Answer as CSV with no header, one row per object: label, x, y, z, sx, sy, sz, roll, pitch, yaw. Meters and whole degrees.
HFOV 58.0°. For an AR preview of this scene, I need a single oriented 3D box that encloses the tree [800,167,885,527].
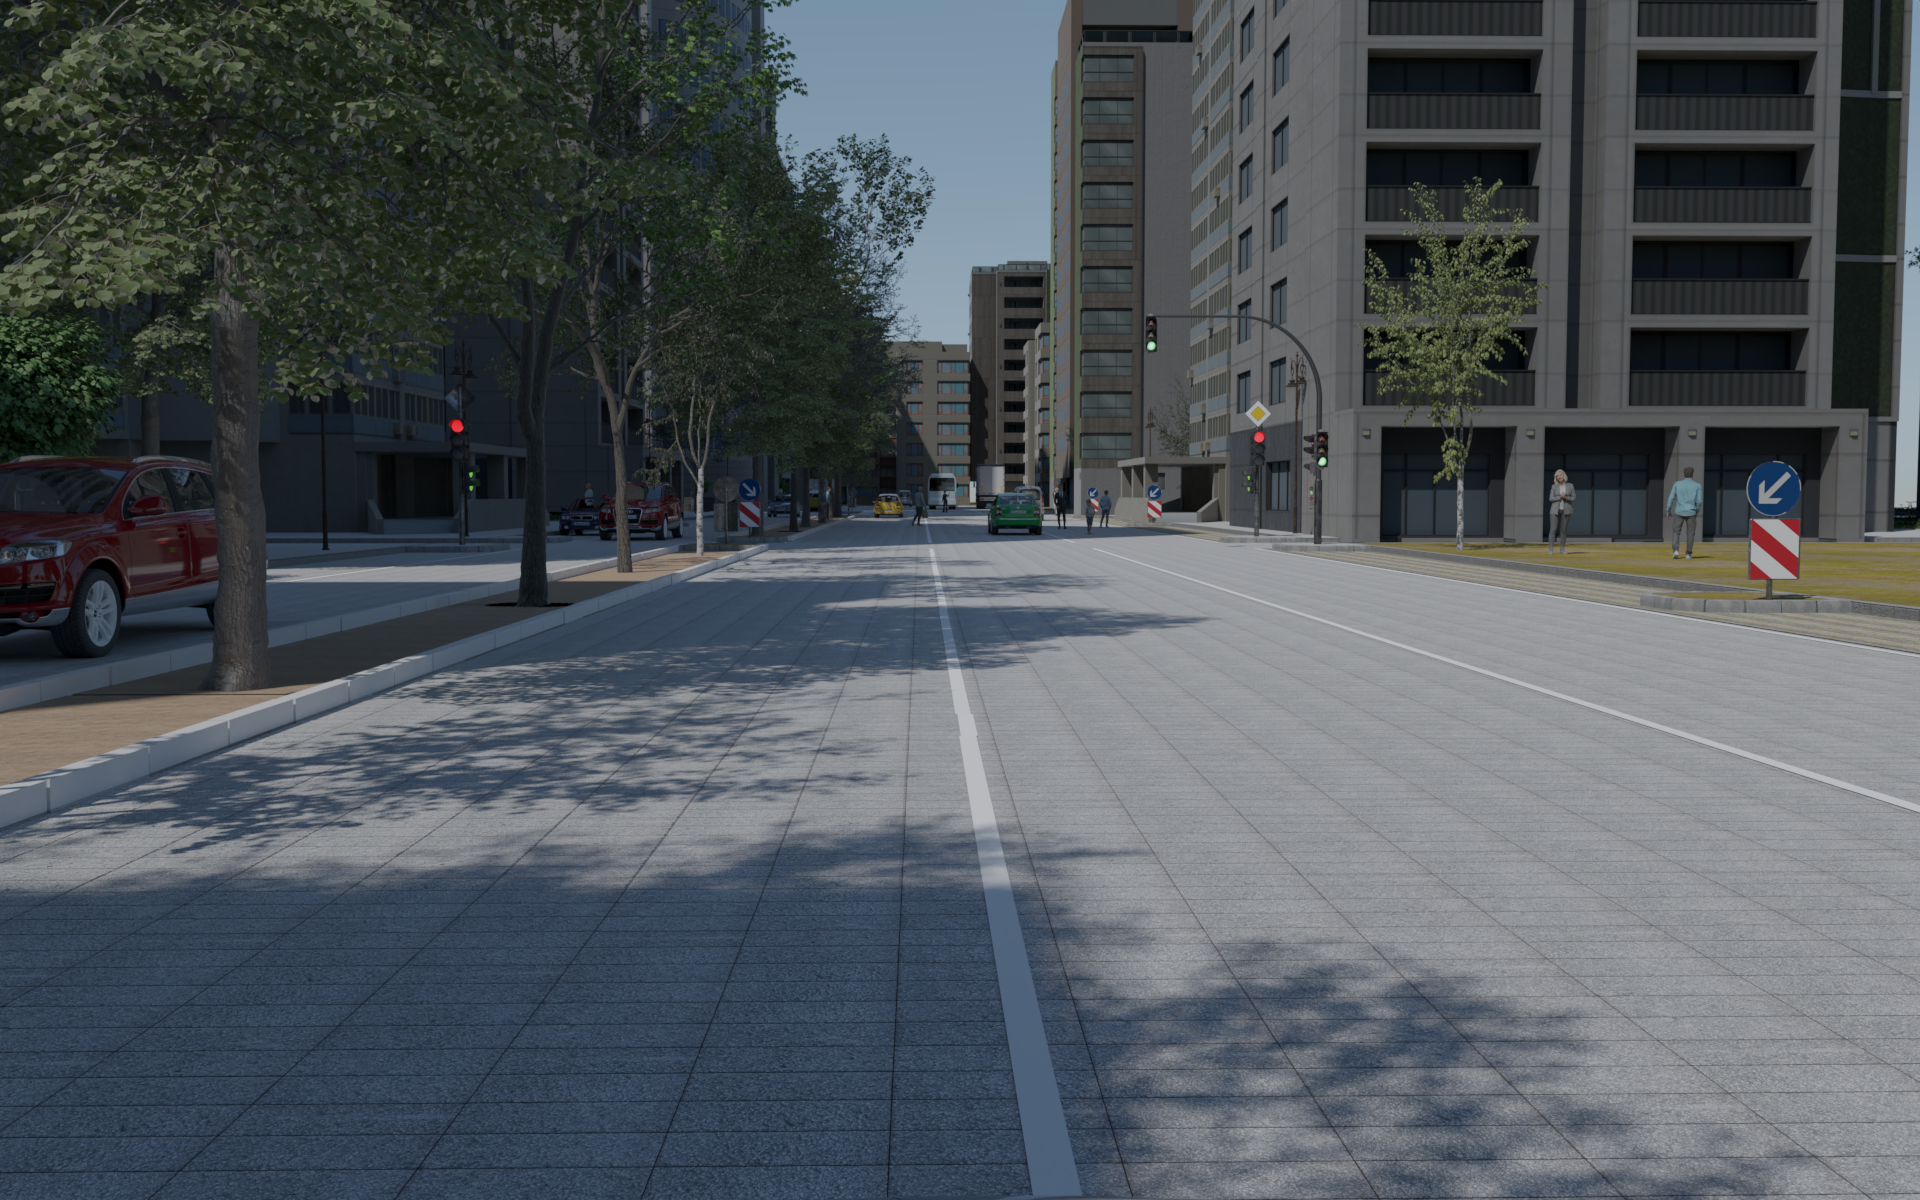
tree,-6.410,-8.156,53.934,7.486,12.596,7.792,0,3,0

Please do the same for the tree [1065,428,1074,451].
tree,9.843,-10.555,122.943,4.737,8.622,4.395,0,3,0

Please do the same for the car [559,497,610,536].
car,-12.933,-2.954,60.870,1.945,1.354,3.894,0,4,-1

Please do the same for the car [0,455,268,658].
car,-8.544,-0.497,16.798,2.281,1.827,5.304,0,4,-1

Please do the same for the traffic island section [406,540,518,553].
traffic island section,-12.591,-1.313,43.748,2.009,0.180,2.903,0,4,-1

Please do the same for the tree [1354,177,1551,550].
tree,11.264,-5.460,39.625,4.737,8.622,4.395,0,3,0

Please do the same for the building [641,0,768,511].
building,-27.432,-36.548,139.567,21.231,58.520,28.212,0,4,-1

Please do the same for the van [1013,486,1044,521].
van,3.587,-5.323,94.050,2.013,2.044,4.112,0,4,-3

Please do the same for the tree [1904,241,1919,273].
tree,25.696,-6.324,37.812,8.767,10.594,7.601,0,4,8

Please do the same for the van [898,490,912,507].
van,-6.164,-11.317,192.039,2.013,2.044,4.112,0,4,-2

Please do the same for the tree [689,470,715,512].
tree,-18.339,-7.863,123.160,1.663,3.219,1.824,0,3,0

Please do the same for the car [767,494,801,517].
car,-11.041,-5.920,108.802,2.014,1.417,4.499,0,4,1

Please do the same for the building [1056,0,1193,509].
building,15.970,-30.704,152.120,14.600,45.320,14.200,0,4,-1

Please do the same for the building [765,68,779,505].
building,-24.574,-29.216,161.274,14.154,41.232,14.086,0,4,-1

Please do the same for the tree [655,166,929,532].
tree,-6.230,-9.287,64.670,12.009,13.543,11.850,0,3,0

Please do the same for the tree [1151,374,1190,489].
tree,13.365,-9.278,102.064,4.360,8.622,3.978,0,3,0

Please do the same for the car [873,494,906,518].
car,-4.303,-5.786,104.823,2.015,1.641,3.980,0,4,0

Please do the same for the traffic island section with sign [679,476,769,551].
traffic island section with sign,-6.034,-2.202,44.132,2.006,1.907,1.989,0,4,-1

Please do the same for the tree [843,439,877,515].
tree,-7.363,-9.902,114.718,4.737,8.622,4.395,0,3,0

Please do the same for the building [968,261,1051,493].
building,8.209,-27.270,217.568,14.107,30.474,14.160,0,4,-1

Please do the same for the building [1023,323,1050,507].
building,21.610,-21.067,189.481,27.650,21.520,28.899,0,4,-1

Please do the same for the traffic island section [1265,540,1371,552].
traffic island section,9.144,-1.343,44.239,2.009,0.180,2.903,0,4,-1

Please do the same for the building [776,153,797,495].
building,-30.066,-30.262,186.658,23.993,40.220,32.217,0,4,-1

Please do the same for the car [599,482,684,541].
car,-10.095,-2.840,55.112,2.281,1.827,5.304,0,4,0

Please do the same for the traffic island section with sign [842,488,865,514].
traffic island section with sign,-7.920,-7.249,126.656,2.006,1.907,1.989,0,4,-1

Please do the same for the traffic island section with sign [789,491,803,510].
traffic island section with sign,-14.779,-8.876,153.757,1.989,1.847,2.006,0,4,-1

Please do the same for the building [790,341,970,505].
building,-13.530,-23.183,224.083,28.899,21.520,27.650,0,4,-1

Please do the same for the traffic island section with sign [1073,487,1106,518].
traffic island section with sign,7.789,-5.819,103.762,1.989,1.847,2.006,0,4,-1

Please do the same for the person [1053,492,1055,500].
person,8.330,-8.848,151.628,0.541,1.710,0.530,-2,4,-28

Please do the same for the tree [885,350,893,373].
tree,-6.779,-9.438,74.899,7.486,12.596,7.792,0,3,0

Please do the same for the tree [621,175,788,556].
tree,-6.018,-5.329,39.952,4.360,8.622,3.978,0,3,0

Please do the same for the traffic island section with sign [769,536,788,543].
traffic island section with sign,-6.193,-2.654,51.537,2.006,1.907,1.989,0,4,-1

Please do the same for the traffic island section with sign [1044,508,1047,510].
traffic island section with sign,6.641,-8.896,154.084,1.989,1.847,2.006,0,4,-1

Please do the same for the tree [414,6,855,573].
tree,-6.062,-5.784,31.443,8.767,10.594,7.601,0,4,-1

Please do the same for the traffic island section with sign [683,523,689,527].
traffic island section with sign,-13.013,-4.141,76.336,1.989,1.847,2.006,0,4,-1

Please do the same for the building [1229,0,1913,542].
building,21.273,-37.891,57.764,20.611,71.187,20.563,0,4,-1

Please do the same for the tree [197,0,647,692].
tree,-5.384,-5.636,12.727,7.486,12.596,7.792,0,3,0

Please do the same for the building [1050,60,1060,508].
building,15.615,-29.584,167.285,14.154,41.232,14.086,0,4,-1

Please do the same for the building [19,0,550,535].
building,-32.587,-22.620,61.724,32.217,40.220,23.993,0,4,-1

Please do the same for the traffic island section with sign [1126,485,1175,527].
traffic island section with sign,8.408,-4.170,76.814,1.989,1.847,2.006,0,4,-1

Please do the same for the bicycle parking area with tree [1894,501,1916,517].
bicycle parking area with tree,45.134,-6.237,88.969,8.231,4.147,9.016,0,4,1

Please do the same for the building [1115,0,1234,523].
building,24.540,-24.044,84.997,32.217,40.220,23.993,0,4,-1

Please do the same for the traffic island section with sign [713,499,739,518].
traffic island section with sign,-13.623,-5.789,103.284,1.989,1.847,2.006,0,4,-1

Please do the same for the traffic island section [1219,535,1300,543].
traffic island section,8.962,-1.831,52.222,2.009,0.180,2.903,0,4,-1

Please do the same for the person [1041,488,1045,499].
person,8.060,-10.152,171.891,0.709,1.838,0.599,0,4,-8

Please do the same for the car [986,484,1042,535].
car,1.931,-3.241,61.792,1.959,1.807,4.718,0,4,-2

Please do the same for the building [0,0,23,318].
building,-33.810,-29.894,30.763,28.212,58.520,21.231,0,4,-1

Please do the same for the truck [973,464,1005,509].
truck,2.827,-10.908,167.265,2.839,4.237,11.283,0,4,-1

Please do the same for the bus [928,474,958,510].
bus,-1.631,-10.207,161.740,2.948,3.499,13.247,0,4,0

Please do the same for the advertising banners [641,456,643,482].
advertising banners,-14.850,-5.210,81.373,0.090,3.025,2.074,0,4,-4

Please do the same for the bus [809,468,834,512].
bus,-11.209,-9.273,143.158,2.896,3.916,12.252,0,4,-3

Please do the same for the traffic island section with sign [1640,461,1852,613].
traffic island section with sign,9.674,-0.795,21.630,1.989,1.847,2.006,0,4,-1

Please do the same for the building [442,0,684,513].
building,-26.406,-40.187,95.303,20.563,71.187,20.611,0,4,-1

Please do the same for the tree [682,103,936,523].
tree,-7.953,-13.849,84.772,12.611,20.169,13.585,0,3,0

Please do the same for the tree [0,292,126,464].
tree,-14.637,-2.637,26.823,4.285,4.588,4.351,0,3,0

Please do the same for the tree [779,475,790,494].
tree,-17.562,-10.774,170.758,1.663,3.219,1.824,0,3,0

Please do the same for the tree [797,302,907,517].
tree,-7.653,-12.113,107.163,9.857,13.997,8.962,0,3,0

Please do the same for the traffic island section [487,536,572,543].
traffic island section,-12.774,-1.801,51.731,2.009,0.180,2.903,0,4,-1

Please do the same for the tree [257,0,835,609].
tree,-5.311,-5.709,21.549,9.928,11.665,9.643,0,3,0

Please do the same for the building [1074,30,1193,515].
building,14.258,-20.817,112.067,14.160,30.474,14.107,0,4,-1
